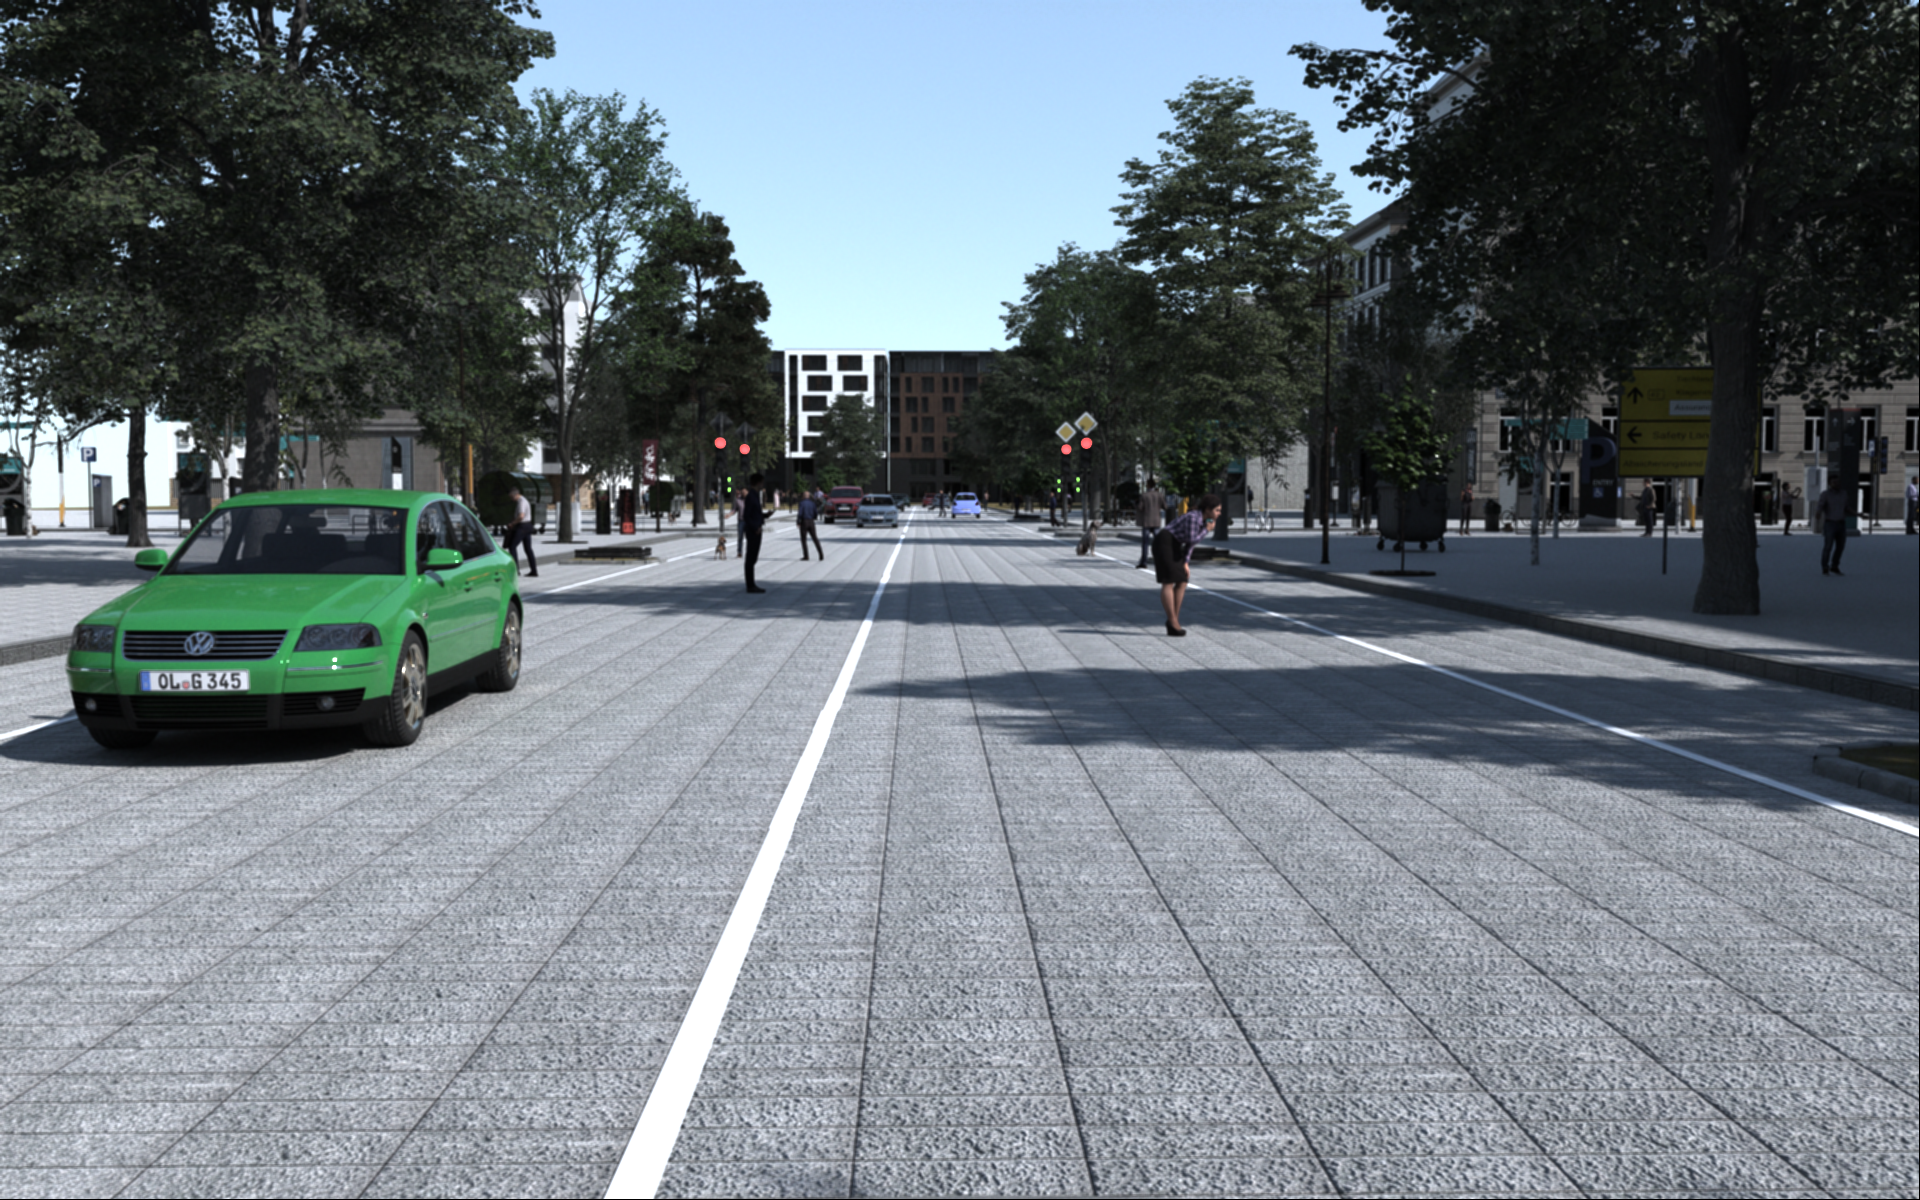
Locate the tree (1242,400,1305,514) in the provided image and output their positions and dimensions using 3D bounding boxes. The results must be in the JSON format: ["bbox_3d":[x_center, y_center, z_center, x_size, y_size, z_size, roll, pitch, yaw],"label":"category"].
[{"bbox_3d":[19.627,-9.761,109.959,4.360,8.622,3.978,0,3,0],"label":"tree"}]

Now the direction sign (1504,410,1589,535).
[{"bbox_3d":[18.670,-4.073,55.351,2.525,3.948,1.411,1,4,16],"label":"direction sign"}]

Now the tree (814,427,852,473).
[{"bbox_3d":[-14.058,-14.679,190.362,4.360,8.622,3.978,0,3,0],"label":"tree"}]

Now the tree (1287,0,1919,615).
[{"bbox_3d":[8.379,-6.824,18.233,9.857,13.997,8.962,0,3,0],"label":"tree"}]

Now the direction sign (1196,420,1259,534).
[{"bbox_3d":[8.226,-4.101,55.817,2.525,3.948,1.411,3,4,36],"label":"direction sign"}]

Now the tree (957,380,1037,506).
[{"bbox_3d":[4.410,-16.685,183.174,12.009,13.543,11.850,0,3,0],"label":"tree"}]

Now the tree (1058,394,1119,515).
[{"bbox_3d":[7.492,-9.663,108.355,4.360,8.622,3.978,0,3,0],"label":"tree"}]

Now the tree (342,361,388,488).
[{"bbox_3d":[-26.971,-7.562,74.007,4.360,8.622,3.978,0,3,0],"label":"tree"}]

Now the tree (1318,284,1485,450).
[{"bbox_3d":[19.498,-8.690,76.489,7.601,10.594,8.767,0,4,3],"label":"tree"}]

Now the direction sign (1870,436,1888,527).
[{"bbox_3d":[36.229,-4.669,68.332,0.379,3.537,0.876,-1,4,-12],"label":"direction sign"}]

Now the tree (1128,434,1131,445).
[{"bbox_3d":[9.770,-10.079,115.152,4.360,8.622,3.978,0,3,0],"label":"tree"}]

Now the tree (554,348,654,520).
[{"bbox_3d":[-17.077,-8.247,85.207,4.360,8.622,3.978,0,3,0],"label":"tree"}]

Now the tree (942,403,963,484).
[{"bbox_3d":[2.822,-18.202,204.263,9.857,13.997,8.962,0,3,0],"label":"tree"}]

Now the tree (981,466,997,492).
[{"bbox_3d":[3.383,-16.197,215.189,4.360,8.622,3.978,0,3,0],"label":"tree"}]

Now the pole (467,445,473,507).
[{"bbox_3d":[-20.295,-4.764,71.730,0.158,3.312,0.155,0,3,0],"label":"pole"}]

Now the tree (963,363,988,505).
[{"bbox_3d":[5.220,-13.733,131.185,9.857,13.997,8.962,0,3,0],"label":"tree"}]

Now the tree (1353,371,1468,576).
[{"bbox_3d":[7.156,-2.004,27.371,1.663,3.219,1.824,0,3,0],"label":"tree"}]

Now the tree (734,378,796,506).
[{"bbox_3d":[-12.256,-9.569,106.823,4.737,8.622,4.395,0,3,0],"label":"tree"}]

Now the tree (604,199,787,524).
[{"bbox_3d":[-11.014,-10.234,74.752,7.806,13.903,7.818,0,3,0],"label":"tree"}]

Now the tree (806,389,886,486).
[{"bbox_3d":[-13.644,-18.599,210.746,9.857,13.997,8.962,0,3,0],"label":"tree"}]

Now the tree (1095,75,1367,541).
[{"bbox_3d":[7.409,-7.929,47.768,7.486,12.596,7.792,0,3,0],"label":"tree"}]

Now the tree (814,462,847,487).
[{"bbox_3d":[-13.050,-11.664,174.421,4.285,4.588,4.351,0,3,0],"label":"tree"}]

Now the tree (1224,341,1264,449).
[{"bbox_3d":[14.132,-10.679,100.359,9.928,11.665,9.643,0,3,0],"label":"tree"}]

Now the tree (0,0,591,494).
[{"bbox_3d":[-10.079,-7.223,24.755,9.857,13.997,8.962,0,3,0],"label":"tree"}]

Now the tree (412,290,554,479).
[{"bbox_3d":[-24.823,-10.514,90.024,7.486,12.596,7.792,0,3,0],"label":"tree"}]

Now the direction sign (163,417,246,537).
[{"bbox_3d":[-22.713,-3.898,52.495,2.525,3.948,1.411,-1,4,-17],"label":"direction sign"}]

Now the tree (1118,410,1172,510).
[{"bbox_3d":[11.906,-9.785,110.351,4.737,8.622,4.395,0,3,0],"label":"tree"}]

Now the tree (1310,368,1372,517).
[{"bbox_3d":[21.415,-8.913,96.094,4.737,8.622,4.395,0,3,0],"label":"tree"}]

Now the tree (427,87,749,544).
[{"bbox_3d":[-10.187,-7.271,44.637,9.928,11.665,9.643,0,3,0],"label":"tree"}]

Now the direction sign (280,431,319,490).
[{"bbox_3d":[-26.731,-4.992,70.378,1.411,3.948,2.525,0,4,-7],"label":"direction sign"}]

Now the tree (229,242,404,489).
[{"bbox_3d":[-18.922,-6.037,49.072,4.737,8.622,4.395,0,3,0],"label":"tree"}]

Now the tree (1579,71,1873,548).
[{"bbox_3d":[18.793,-7.102,41.871,9.928,11.665,9.643,0,3,0],"label":"tree"}]

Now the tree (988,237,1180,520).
[{"bbox_3d":[6.572,-10.923,85.243,9.857,13.997,8.962,0,3,0],"label":"tree"}]

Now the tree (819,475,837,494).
[{"bbox_3d":[-13.120,-10.766,170.627,1.663,3.219,1.824,0,3,0],"label":"tree"}]

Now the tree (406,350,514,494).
[{"bbox_3d":[-24.521,-8.129,83.265,4.737,8.622,4.395,0,3,0],"label":"tree"}]

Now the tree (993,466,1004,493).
[{"bbox_3d":[4.514,-10.229,150.959,4.285,4.588,4.351,0,3,0],"label":"tree"}]

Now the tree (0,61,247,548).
[{"bbox_3d":[-19.840,-7.308,41.539,6.751,12.117,7.091,0,3,0],"label":"tree"}]

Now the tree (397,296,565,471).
[{"bbox_3d":[-21.006,-8.695,76.576,7.601,10.594,8.767,0,4,3],"label":"tree"}]

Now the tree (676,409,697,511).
[{"bbox_3d":[-20.573,-10.907,128.698,4.737,8.622,4.395,0,3,0],"label":"tree"}]

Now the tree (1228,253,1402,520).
[{"bbox_3d":[18.075,-10.831,87.463,12.009,13.543,11.850,0,3,0],"label":"tree"}]

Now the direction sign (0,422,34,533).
[{"bbox_3d":[-31.811,-4.159,56.761,2.525,3.948,1.411,0,4,-6],"label":"direction sign"}]

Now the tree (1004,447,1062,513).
[{"bbox_3d":[5.680,-8.362,120.436,4.285,4.588,4.351,0,3,0],"label":"tree"}]

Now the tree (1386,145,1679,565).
[{"bbox_3d":[10.639,-4.946,31.238,4.360,8.622,3.978,0,3,0],"label":"tree"}]

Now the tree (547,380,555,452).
[{"bbox_3d":[-22.693,-9.310,102.578,4.360,8.622,3.978,0,3,0],"label":"tree"}]

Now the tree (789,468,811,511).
[{"bbox_3d":[-12.206,-8.355,131.200,1.663,3.219,1.824,0,3,0],"label":"tree"}]

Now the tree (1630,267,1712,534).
[{"bbox_3d":[23.111,-6.412,55.205,4.737,8.622,4.395,0,3,0],"label":"tree"}]

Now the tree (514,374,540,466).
[{"bbox_3d":[-25.223,-9.000,97.510,4.737,8.622,4.395,0,3,0],"label":"tree"}]

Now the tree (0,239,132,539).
[{"bbox_3d":[-26.838,-6.087,49.887,4.360,8.622,3.978,0,3,0],"label":"tree"}]

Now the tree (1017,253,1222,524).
[{"bbox_3d":[6.335,-9.130,75.037,9.928,11.665,9.643,0,3,0],"label":"tree"}]

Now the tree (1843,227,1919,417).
[{"bbox_3d":[19.991,-6.708,31.726,6.751,12.117,7.091,0,3,0],"label":"tree"}]

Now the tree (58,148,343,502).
[{"bbox_3d":[-14.911,-5.138,34.376,4.360,8.622,3.978,0,3,0],"label":"tree"}]

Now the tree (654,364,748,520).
[{"bbox_3d":[-11.851,-8.194,84.339,4.360,8.622,3.978,0,3,0],"label":"tree"}]
